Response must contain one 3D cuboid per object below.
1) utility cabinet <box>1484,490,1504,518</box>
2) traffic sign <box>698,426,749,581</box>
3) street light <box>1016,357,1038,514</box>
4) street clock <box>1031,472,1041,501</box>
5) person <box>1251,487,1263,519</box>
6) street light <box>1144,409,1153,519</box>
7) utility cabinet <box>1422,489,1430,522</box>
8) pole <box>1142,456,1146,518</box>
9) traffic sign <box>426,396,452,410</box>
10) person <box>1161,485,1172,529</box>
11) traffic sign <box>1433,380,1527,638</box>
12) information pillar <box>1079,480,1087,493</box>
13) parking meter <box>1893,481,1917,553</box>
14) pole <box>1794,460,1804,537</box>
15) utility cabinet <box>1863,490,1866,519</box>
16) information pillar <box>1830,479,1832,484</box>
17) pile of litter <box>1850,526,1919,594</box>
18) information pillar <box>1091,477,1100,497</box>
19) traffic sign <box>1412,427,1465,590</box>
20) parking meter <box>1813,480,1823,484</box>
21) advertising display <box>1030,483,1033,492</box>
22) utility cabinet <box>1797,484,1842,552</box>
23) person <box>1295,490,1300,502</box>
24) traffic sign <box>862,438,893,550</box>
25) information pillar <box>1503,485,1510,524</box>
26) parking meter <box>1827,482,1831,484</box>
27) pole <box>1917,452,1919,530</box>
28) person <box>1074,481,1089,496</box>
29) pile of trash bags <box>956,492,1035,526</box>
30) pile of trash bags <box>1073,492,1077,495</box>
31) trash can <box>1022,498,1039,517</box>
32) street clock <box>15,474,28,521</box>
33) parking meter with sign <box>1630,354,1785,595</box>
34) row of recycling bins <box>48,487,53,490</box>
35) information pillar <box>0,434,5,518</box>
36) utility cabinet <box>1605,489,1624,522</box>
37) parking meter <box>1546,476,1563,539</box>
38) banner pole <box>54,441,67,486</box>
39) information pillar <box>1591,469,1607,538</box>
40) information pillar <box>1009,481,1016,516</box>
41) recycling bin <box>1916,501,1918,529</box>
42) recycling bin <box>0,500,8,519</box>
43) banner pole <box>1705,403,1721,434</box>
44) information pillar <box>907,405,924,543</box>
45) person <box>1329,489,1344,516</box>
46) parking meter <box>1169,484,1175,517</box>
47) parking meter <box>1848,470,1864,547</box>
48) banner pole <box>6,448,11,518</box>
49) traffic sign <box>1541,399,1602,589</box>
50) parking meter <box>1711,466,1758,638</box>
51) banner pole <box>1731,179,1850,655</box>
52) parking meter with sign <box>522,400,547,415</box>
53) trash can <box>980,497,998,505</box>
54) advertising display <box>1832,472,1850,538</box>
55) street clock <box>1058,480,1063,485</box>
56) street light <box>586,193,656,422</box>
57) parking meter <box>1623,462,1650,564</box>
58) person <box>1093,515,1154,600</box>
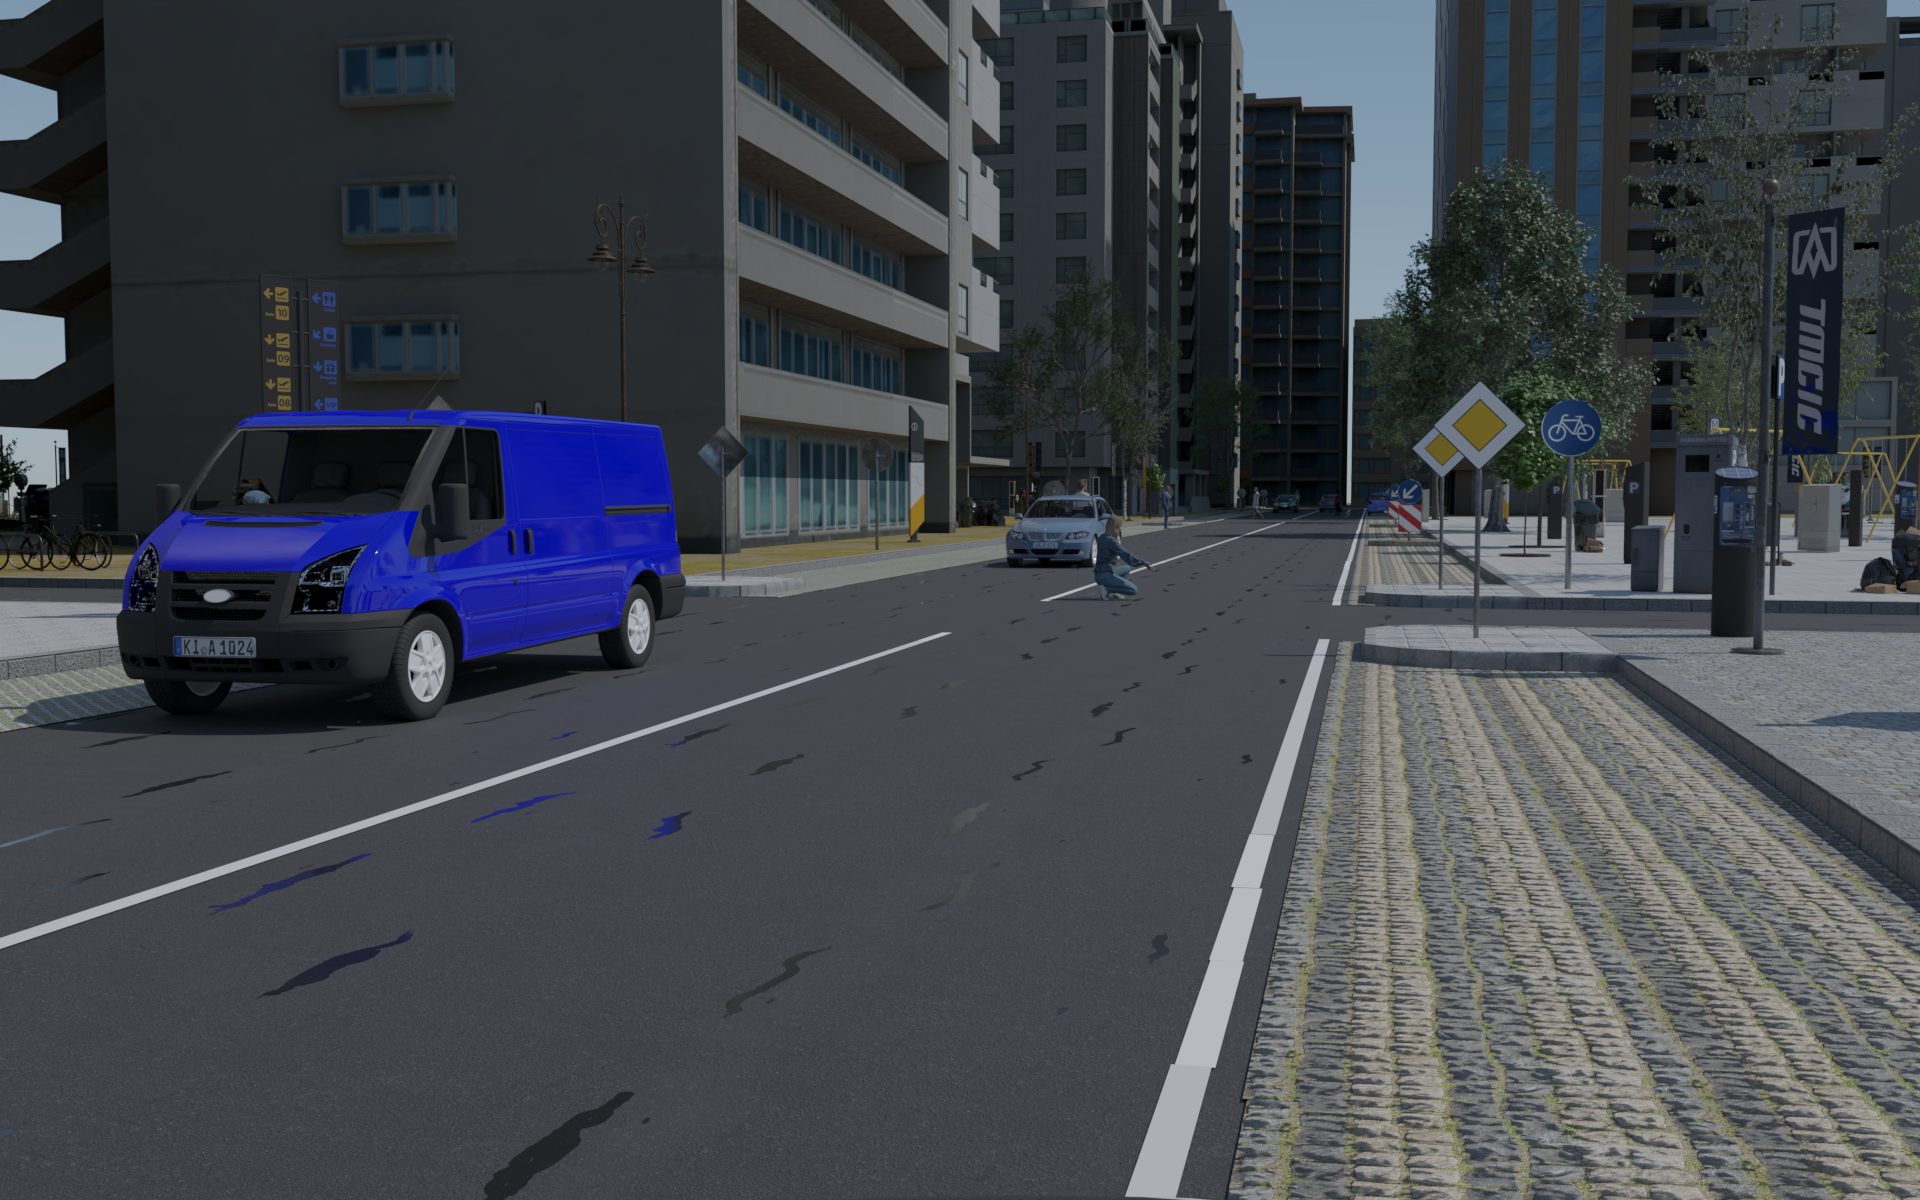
[{"bbox_3d":[28.092,-5.031,90.934,0.318,1.500,1.173,-3,4,-36],"label":"utility cabinet"},{"bbox_3d":[-3.486,-1.336,25.490,0.795,2.450,0.064,1,4,13],"label":"traffic sign"},{"bbox_3d":[2.268,-5.251,58.634,0.468,5.910,1.993,1,4,13],"label":"street light"},{"bbox_3d":[2.544,-3.249,57.683,0.358,2.002,0.471,0,4,2],"label":"street clock"},{"bbox_3d":[16.643,-5.414,97.107,0.778,1.811,0.616,1,4,17],"label":"person"},{"bbox_3d":[9.913,-7.187,90.301,0.468,5.910,1.993,1,4,13],"label":"street light"},{"bbox_3d":[21.285,-4.316,79.241,0.318,1.500,1.173,1,4,13],"label":"utility cabinet"},{"bbox_3d":[9.781,-6.001,91.957,0.158,3.312,0.155,0,3,0],"label":"pole"},{"bbox_3d":[-5.326,-0.861,17.719,0.795,2.450,0.064,1,4,13],"label":"traffic sign"},{"bbox_3d":[8.443,-3.800,70.813,0.419,1.800,0.721,1,4,18],"label":"person"},{"bbox_3d":[4.591,-0.717,15.360,0.795,2.450,0.064,1,4,13],"label":"traffic sign"},{"bbox_3d":[6.239,-5.118,88.164,0.304,2.012,0.304,-2,4,-28],"label":"information pillar"},{"bbox_3d":[18.190,-1.524,33.331,0.372,1.533,0.369,0,3,0],"label":"parking meter"},{"bbox_3d":[24.881,-3.515,51.319,0.158,3.312,0.155,0,3,0],"label":"pole"},{"bbox_3d":[46.084,-4.939,89.425,1.173,1.500,0.318,1,4,20],"label":"utility cabinet"},{"bbox_3d":[41.256,-4.727,81.778,0.304,2.012,0.304,0,4,3],"label":"information pillar"},{"bbox_3d":[12.504,-0.523,22.520,1.719,0.858,1.176,1,4,17],"label":"pile of litter"},{"bbox_3d":[5.831,-4.296,74.737,0.304,2.012,0.304,-1,4,-10],"label":"information pillar"},{"bbox_3d":[6.430,-1.192,23.131,0.795,2.450,0.064,1,4,13],"label":"traffic sign"},{"bbox_3d":[34.435,-3.905,69.553,0.255,1.863,0.399,0,4,2],"label":"parking meter"},{"bbox_3d":[4.079,-5.616,97.037,0.123,1.923,0.974,1,4,15],"label":"advertising display"},{"bbox_3d":[18.979,-1.810,38.276,0.318,1.500,1.173,0,4,-4],"label":"utility cabinet"},{"bbox_3d":[26.728,-7.832,137.228,0.551,1.740,0.621,3,5,42],"label":"person"},{"bbox_3d":[-1.899,-2.414,39.574,0.768,2.556,0.104,1,4,18],"label":"traffic sign"},{"bbox_3d":[23.226,-5.038,73.719,0.183,3.616,0.504,-1,4,-11],"label":"information pillar"},{"bbox_3d":[36.413,-4.104,72.818,0.399,1.863,0.255,1,4,19],"label":"parking meter"},{"bbox_3d":[32.767,-3.985,59.001,0.158,3.312,0.155,0,3,0],"label":"pole"},{"bbox_3d":[3.027,-2.038,42.388,0.480,1.755,0.524,1,4,17],"label":"person"},{"bbox_3d":[1.346,-3.650,69.434,3.447,1.369,1.912,0,4,-7],"label":"pile of trash bags"},{"bbox_3d":[4.678,-4.505,83.401,1.912,1.369,3.447,-3,5,-43],"label":"pile of trash bags"},{"bbox_3d":[3.959,-5.462,100.959,0.748,1.137,0.748,0,3,0],"label":"trash can"},{"bbox_3d":[-33.635,-3.518,62.086,0.471,2.002,0.358,2,4,26],"label":"street clock"},{"bbox_3d":[9.625,-1.596,22.362,1.738,3.016,0.543,2,4,34],"label":"parking meter with sign"},{"bbox_3d":[-55.173,-6.022,105.579,3.534,1.692,1.069,2,4,25],"label":"row of recycling bins"},{"bbox_3d":[-37.729,-4.698,68.166,0.183,3.616,0.504,-3,5,-42],"label":"information pillar"},{"bbox_3d":[29.420,-4.192,77.219,1.173,1.500,0.318,1,4,19],"label":"utility cabinet"},{"bbox_3d":[16.871,-2.657,49.157,0.399,1.863,0.255,0,4,4],"label":"parking meter"},{"bbox_3d":[-42.255,-5.586,81.342,0.401,3.779,0.863,1,4,15],"label":"banner pole"},{"bbox_3d":[18.793,-2.836,50.863,0.304,2.012,0.304,2,4,27],"label":"information pillar"},{"bbox_3d":[3.010,-5.806,99.417,0.304,2.012,0.304,1,4,18],"label":"information pillar"},{"bbox_3d":[34.476,-3.017,61.882,0.722,1.027,0.722,1,4,12],"label":"recycling bin"},{"bbox_3d":[-40.868,-3.728,73.506,0.722,1.027,0.722,-3,5,-41],"label":"recycling bin"},{"bbox_3d":[20.635,-3.523,47.612,0.863,3.779,0.401,-3,4,-37],"label":"banner pole"},{"bbox_3d":[-1.166,-3.336,45.895,0.504,3.616,0.183,-3,5,-43],"label":"information pillar"},{"bbox_3d":[24.983,-6.463,114.853,1.217,1.739,0.721,-2,4,-28],"label":"person"},{"bbox_3d":[12.037,-5.695,98.817,0.399,1.863,0.255,3,4,39],"label":"parking meter"},{"bbox_3d":[21.882,-2.237,42.281,0.255,1.863,0.399,3,4,37],"label":"parking meter"},{"bbox_3d":[-50.921,-6.275,92.613,0.401,3.779,0.863,-1,4,-22],"label":"banner pole"},{"bbox_3d":[8.219,-1.421,23.343,0.768,2.556,0.104,1,4,16],"label":"traffic sign"},{"bbox_3d":[6.985,-0.440,15.605,0.372,1.533,0.369,0,3,0],"label":"parking meter"},{"bbox_3d":[6.560,-1.447,13.670,0.401,3.779,0.863,-2,4,-31],"label":"banner pole"},{"bbox_3d":[-8.531,-2.182,31.942,1.738,3.016,0.543,-2,4,-30],"label":"parking meter with sign"},{"bbox_3d":[1.261,-3.901,75.437,0.748,1.137,0.748,0,3,0],"label":"trash can"},{"bbox_3d":[25.970,-2.788,50.799,0.974,1.923,0.123,-1,4,-20],"label":"advertising display"},{"bbox_3d":[5.270,-5.311,91.402,0.358,2.002,0.471,1,4,21],"label":"street clock"},{"bbox_3d":[-5.233,-3.312,26.933,0.468,5.910,1.993,1,4,13],"label":"street light"},{"bbox_3d":[12.386,-1.592,31.746,0.255,1.863,0.399,-3,5,-43],"label":"parking meter"},{"bbox_3d":[2.153,-0.588,23.619,0.738,1.151,1.012,-1,4,-11],"label":"person"}]
